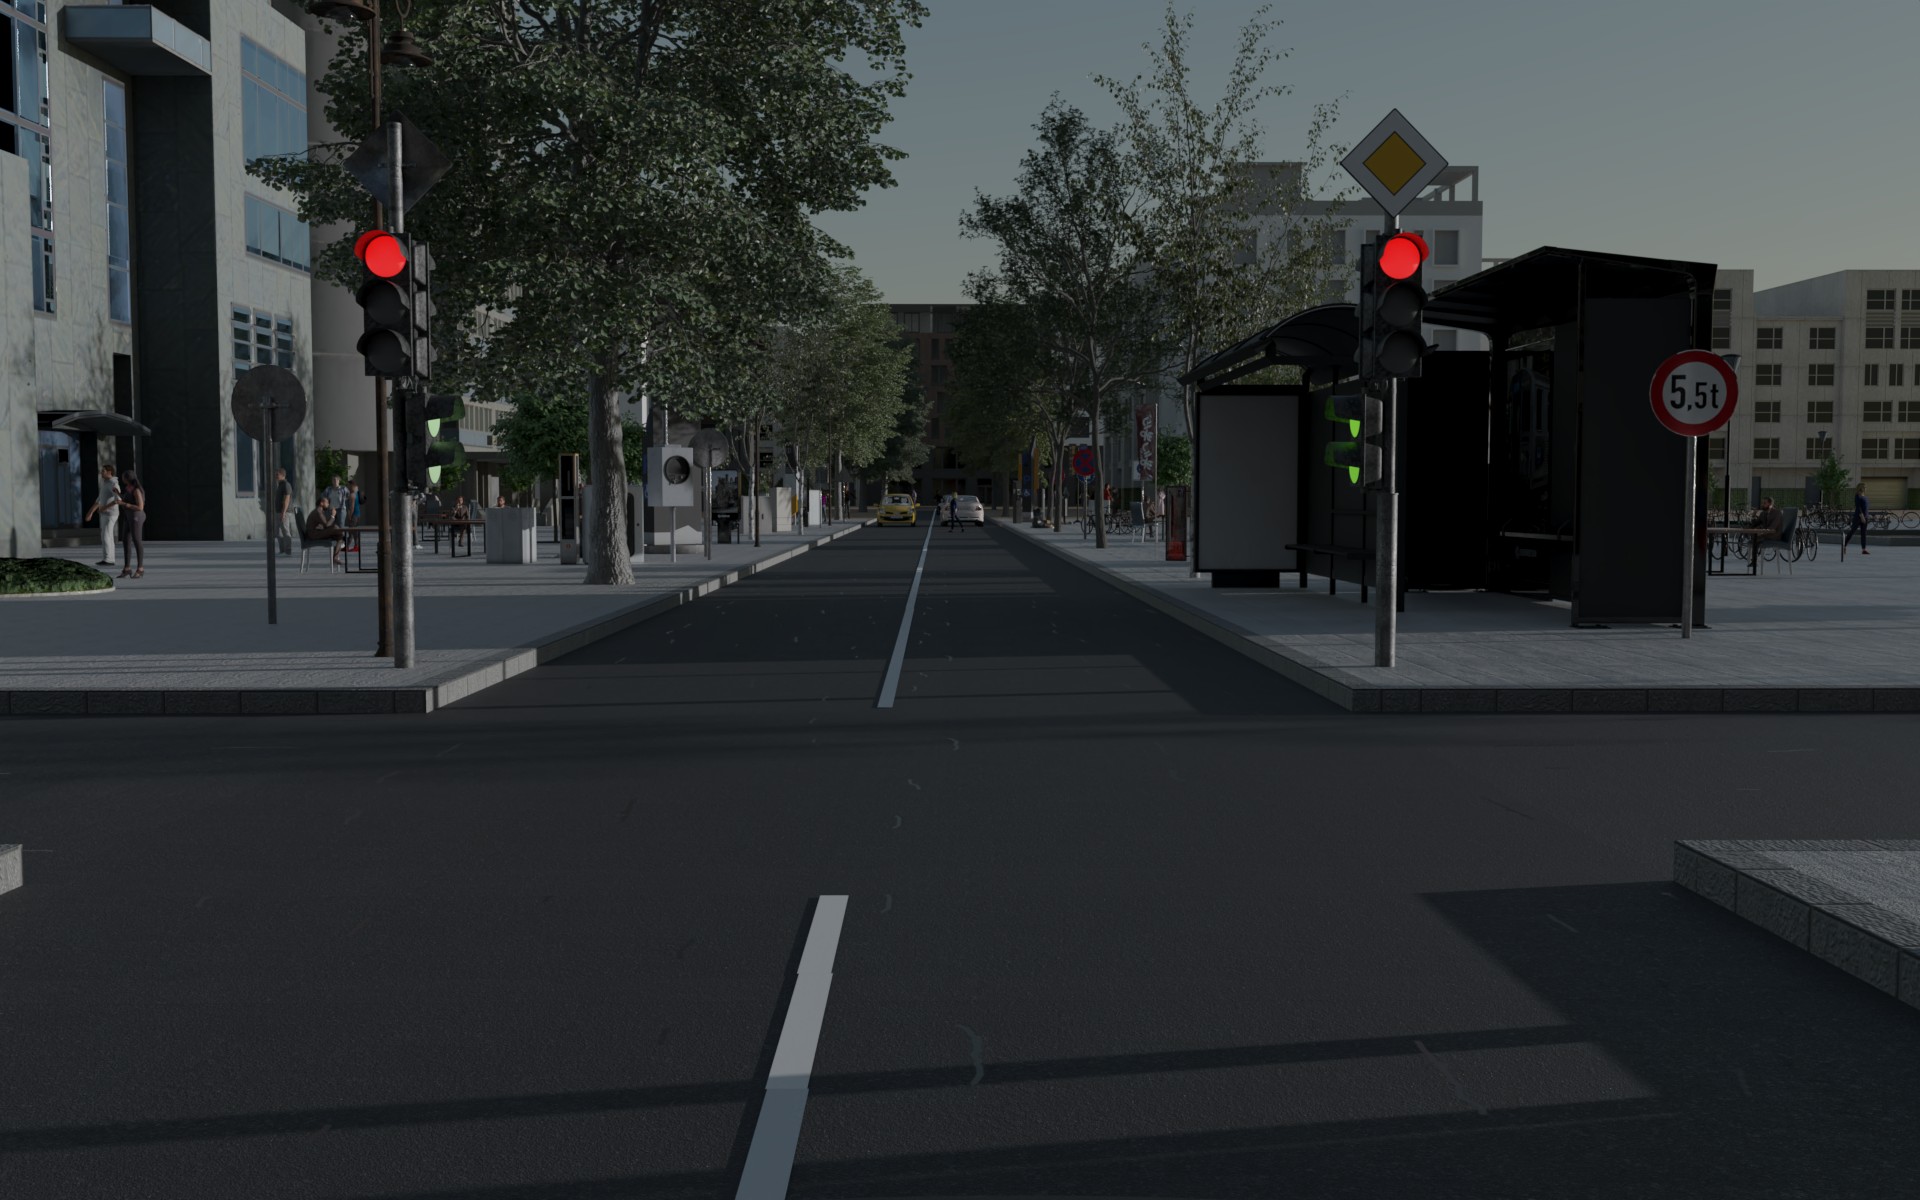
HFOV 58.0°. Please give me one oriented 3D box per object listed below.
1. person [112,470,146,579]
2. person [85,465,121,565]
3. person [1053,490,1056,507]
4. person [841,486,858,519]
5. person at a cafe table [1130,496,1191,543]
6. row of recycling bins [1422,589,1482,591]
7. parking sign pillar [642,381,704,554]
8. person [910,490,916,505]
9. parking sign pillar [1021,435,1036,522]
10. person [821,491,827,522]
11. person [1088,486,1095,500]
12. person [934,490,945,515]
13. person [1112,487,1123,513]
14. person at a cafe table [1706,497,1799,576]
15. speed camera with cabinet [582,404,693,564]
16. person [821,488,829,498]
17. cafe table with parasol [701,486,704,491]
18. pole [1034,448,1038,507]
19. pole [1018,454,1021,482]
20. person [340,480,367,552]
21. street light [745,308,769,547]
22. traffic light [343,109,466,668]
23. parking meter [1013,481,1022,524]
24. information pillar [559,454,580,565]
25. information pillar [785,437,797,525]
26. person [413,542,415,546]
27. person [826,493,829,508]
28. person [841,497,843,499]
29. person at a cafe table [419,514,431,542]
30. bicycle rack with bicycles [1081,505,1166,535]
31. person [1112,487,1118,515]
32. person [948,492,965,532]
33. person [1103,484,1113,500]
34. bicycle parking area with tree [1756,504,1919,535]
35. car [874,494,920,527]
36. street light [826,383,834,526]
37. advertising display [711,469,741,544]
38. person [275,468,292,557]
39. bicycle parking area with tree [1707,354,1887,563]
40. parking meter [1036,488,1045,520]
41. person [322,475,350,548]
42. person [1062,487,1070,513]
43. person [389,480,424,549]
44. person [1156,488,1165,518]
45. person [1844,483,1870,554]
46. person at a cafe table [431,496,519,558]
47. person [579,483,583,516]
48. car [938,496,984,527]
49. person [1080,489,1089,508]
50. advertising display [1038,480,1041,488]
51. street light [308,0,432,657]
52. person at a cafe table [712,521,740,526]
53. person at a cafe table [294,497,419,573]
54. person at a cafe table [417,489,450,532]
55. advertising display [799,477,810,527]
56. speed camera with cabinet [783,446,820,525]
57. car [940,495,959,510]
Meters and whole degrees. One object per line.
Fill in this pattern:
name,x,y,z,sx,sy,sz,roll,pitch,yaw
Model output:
person,-12.655,-1.151,26.325,0.593,1.643,0.415,1,4,8
person,-15.333,-1.518,31.003,0.789,1.805,0.875,-3,5,-44
person,9.052,-9.679,165.220,0.530,1.710,0.541,1,4,9
person,-5.897,-5.075,89.848,1.217,1.723,0.721,0,4,2
person at a cafe table,5.314,-2.177,46.449,1.726,1.238,1.698,-3,5,-39
row of recycling bins,6.799,-1.072,24.644,1.069,1.692,3.534,0,4,7
parking sign pillar,-6.253,-3.002,37.560,1.447,3.967,1.447,3,5,43
person,-4.252,-8.954,154.759,0.599,1.838,0.709,-2,4,-25
parking sign pillar,3.145,-5.532,78.921,1.447,3.967,1.447,1,4,11
person,-6.441,-4.312,79.778,0.776,1.434,0.726,2,4,30
person,7.778,-5.844,102.106,0.721,1.766,1.217,2,4,24
person,-1.379,-6.631,117.740,0.721,1.723,1.217,3,4,36
person,10.742,-6.828,118.407,0.721,1.736,1.217,3,4,38
person at a cafe table,12.461,-1.029,27.690,1.726,1.238,1.698,0,4,-3
speed camera with cabinet,-5.942,-2.302,31.966,2.038,3.252,0.660,-3,5,-40
person,-11.122,-8.148,139.407,1.348,1.807,0.705,2,4,25
cafe table with parasol,-12.182,-4.289,74.988,2.610,1.966,2.610,-1,4,-11
pole,3.416,-5.114,77.465,0.158,3.312,0.155,0,3,0
pole,3.038,-5.752,87.893,0.158,3.312,0.155,0,3,0
person,-13.504,-1.871,38.509,0.662,1.594,0.647,-1,4,-14
street light,-4.912,-4.222,41.811,0.468,5.910,1.993,0,4,-1
traffic light,-4.092,-1.454,12.695,0.839,4.253,0.868,0,4,-1
parking meter,2.489,-4.260,75.369,0.255,1.863,0.399,-2,4,-27
information pillar,-7.113,-1.654,31.532,0.304,2.012,0.304,0,4,-2
information pillar,-6.913,-4.863,70.859,0.504,3.616,0.183,1,4,12
person,-13.642,-2.099,42.571,0.429,1.552,0.499,2,4,24
person,-12.273,-9.288,161.082,0.628,1.438,0.799,-1,4,-20
person,-9.652,-7.904,138.537,1.065,1.426,0.557,3,5,43
person at a cafe table,-10.965,-1.662,38.036,1.698,1.238,1.726,-1,4,-16
bicycle rack with bicycles,5.161,-2.575,55.480,2.925,0.926,2.852,-2,4,-27
person,9.137,-5.779,101.338,0.445,1.727,0.742,-2,4,-33
person,-0.146,-3.298,64.965,0.613,1.512,0.480,-1,4,-12
person,7.697,-5.163,90.400,0.705,1.831,1.348,-1,4,-13
bicycle parking area with tree,34.154,-4.547,61.353,9.016,4.147,8.231,3,5,42
car,-2.795,-4.046,76.369,2.015,1.641,3.980,0,4,-2
street light,-5.271,-5.946,70.010,0.468,5.910,1.993,0,4,-1
advertising display,-6.095,-2.418,44.756,0.974,1.923,0.123,2,4,26
person,-13.802,-1.776,35.209,0.434,1.807,0.598,-1,4,-19
bicycle parking area with tree,13.168,-2.965,35.482,8.231,4.147,9.016,1,4,14
parking meter,3.564,-4.173,76.646,0.372,1.533,0.369,0,3,0
person,-14.958,-2.129,41.581,0.841,1.734,0.376,0,4,7
person,6.928,-6.606,114.786,0.721,1.736,1.217,3,5,42
person,-12.977,-2.076,40.709,0.841,1.734,0.376,0,4,1
person,10.743,-5.274,92.934,0.621,1.740,0.551,2,4,32
person,19.145,-1.737,36.981,0.613,1.512,0.480,3,5,40
person at a cafe table,-9.561,-1.502,35.417,1.698,1.238,1.726,1,4,10
person,-15.600,-3.976,71.738,0.600,1.739,0.565,1,4,12
car,0.076,-3.990,77.601,2.083,1.381,4.827,0,4,-2
person,11.323,-9.214,157.411,0.721,1.735,1.217,-3,5,-44
advertising display,3.438,-4.649,81.227,0.123,1.923,0.974,-3,4,-37
street light,-4.534,-2.491,13.510,0.468,5.910,1.993,0,4,-1
person at a cafe table,-9.619,-3.782,70.350,1.622,1.524,1.698,3,5,45
person at a cafe table,-9.995,-1.078,28.484,1.726,1.238,1.698,0,4,-7
person at a cafe table,-18.029,-3.069,58.698,1.698,1.524,1.622,-2,4,-30
advertising display,-6.062,-3.801,67.361,0.123,1.923,0.974,-2,4,-23
speed camera with cabinet,-6.570,-4.761,72.174,0.660,3.252,2.038,2,4,29
car,-0.731,-8.227,146.869,2.083,1.381,4.827,0,4,0
